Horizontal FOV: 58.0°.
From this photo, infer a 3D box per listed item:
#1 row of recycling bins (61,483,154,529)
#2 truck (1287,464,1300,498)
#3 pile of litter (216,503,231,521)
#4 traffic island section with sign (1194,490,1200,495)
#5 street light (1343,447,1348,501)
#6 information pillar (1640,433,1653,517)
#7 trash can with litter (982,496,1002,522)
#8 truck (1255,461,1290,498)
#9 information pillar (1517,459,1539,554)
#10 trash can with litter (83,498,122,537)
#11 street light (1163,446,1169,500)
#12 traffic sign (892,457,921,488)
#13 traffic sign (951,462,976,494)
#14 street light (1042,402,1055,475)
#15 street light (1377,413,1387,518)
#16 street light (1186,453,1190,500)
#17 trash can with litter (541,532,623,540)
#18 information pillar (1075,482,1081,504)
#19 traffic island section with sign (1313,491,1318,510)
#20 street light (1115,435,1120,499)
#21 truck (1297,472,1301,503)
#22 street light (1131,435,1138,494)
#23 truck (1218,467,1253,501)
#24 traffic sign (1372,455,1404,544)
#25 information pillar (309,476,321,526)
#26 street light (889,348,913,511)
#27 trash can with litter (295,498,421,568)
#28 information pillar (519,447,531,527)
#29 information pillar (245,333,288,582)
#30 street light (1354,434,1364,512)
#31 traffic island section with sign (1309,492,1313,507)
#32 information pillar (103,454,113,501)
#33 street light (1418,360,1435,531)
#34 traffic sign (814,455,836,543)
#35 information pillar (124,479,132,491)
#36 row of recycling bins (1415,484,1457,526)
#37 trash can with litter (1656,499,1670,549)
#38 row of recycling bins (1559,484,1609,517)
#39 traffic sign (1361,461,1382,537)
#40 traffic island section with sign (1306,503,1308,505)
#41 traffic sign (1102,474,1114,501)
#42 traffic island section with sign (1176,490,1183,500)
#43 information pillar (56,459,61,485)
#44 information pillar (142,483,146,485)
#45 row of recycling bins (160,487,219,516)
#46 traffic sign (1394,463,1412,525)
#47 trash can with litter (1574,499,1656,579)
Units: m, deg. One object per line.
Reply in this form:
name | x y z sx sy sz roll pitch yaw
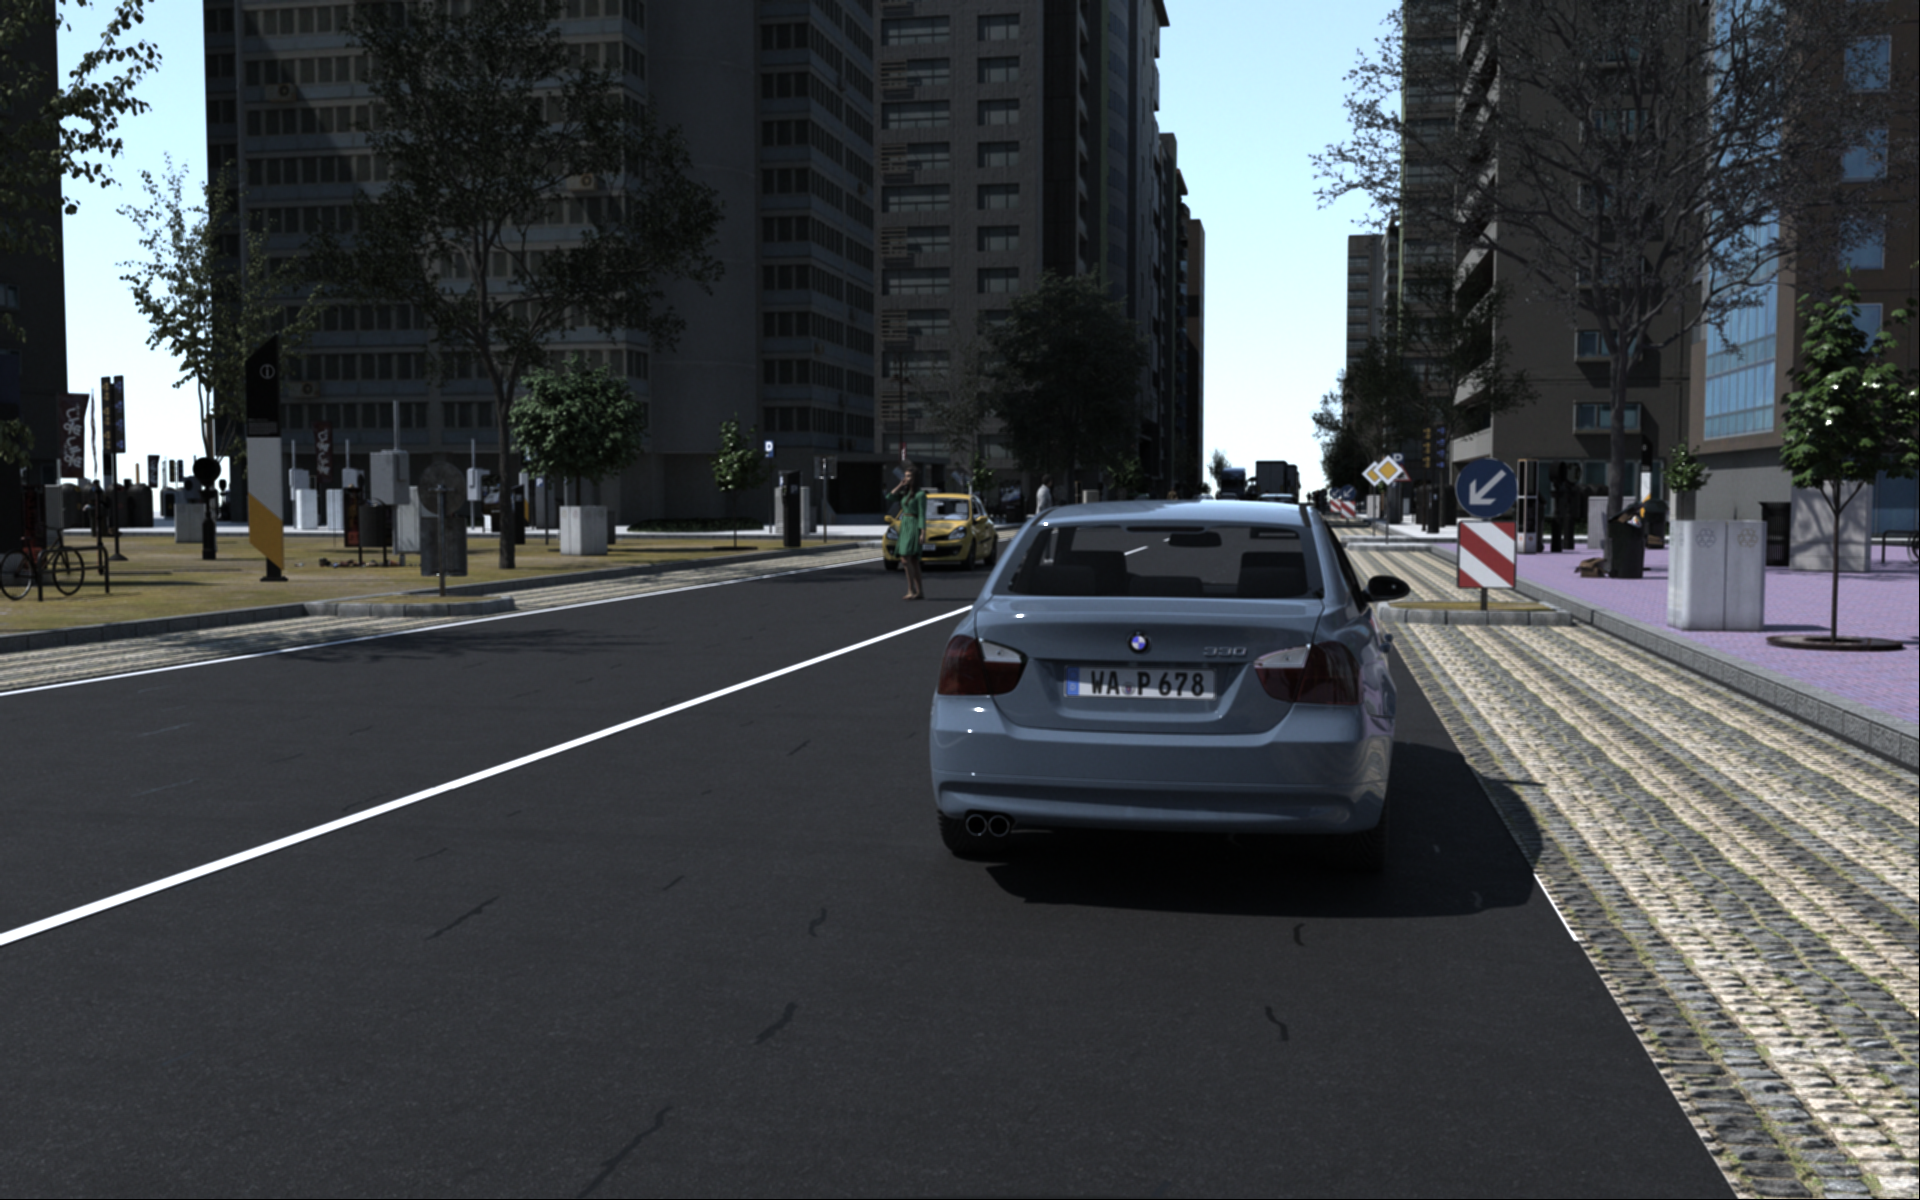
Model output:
row of recycling bins | -32.446 -3.581 65.660 1.069 1.692 3.534 3 4 38
truck | 31.724 -11.054 169.639 2.839 4.237 11.283 1 4 12
pile of litter | -35.105 -4.169 82.126 1.176 0.858 1.719 2 4 31
traffic island section with sign | 24.571 -10.432 179.185 1.989 1.847 2.006 1 4 11
street light | 37.122 -11.873 166.919 0.468 5.910 1.993 1 4 11
information pillar | 26.256 -4.582 66.271 0.183 3.616 0.504 -1 4 -22
trash can with litter | 1.086 -4.231 80.231 1.678 1.210 2.233 -2 4 -34
truck | 27.214 -9.906 150.880 2.839 4.237 11.283 1 4 12
information pillar | 12.093 -1.983 36.908 0.304 2.012 0.304 -1 4 -15
trash can with litter | -25.607 -2.470 51.773 0.624 1.170 1.055 1 4 11
street light | 19.412 -11.659 163.419 0.468 5.910 1.993 1 4 11
traffic sign | -1.445 -2.630 46.642 0.795 2.450 0.064 1 4 11
traffic sign | 0.095 -3.109 54.478 0.795 2.450 0.064 1 4 11
street light | 4.454 -7.010 87.406 0.468 5.910 1.993 1 4 11
street light | 22.542 -7.331 92.650 0.468 5.910 1.993 1 4 11
street light | 25.756 -13.610 195.314 0.468 5.910 1.993 1 4 11
trash can with litter | -10.471 -2.286 48.427 2.233 1.210 1.678 2 4 28
information pillar | 6.999 -5.999 102.579 0.304 2.012 0.304 -1 4 -15
traffic island section with sign | 21.730 -5.638 100.816 1.989 1.847 2.006 1 4 11
street light | 10.785 -8.961 119.303 0.468 5.910 1.993 1 4 11
truck | 42.256 -14.271 222.250 2.839 4.237 11.283 1 4 12
street light | 13.210 -9.705 131.460 0.468 5.910 1.993 1 4 11
truck | 28.966 -11.689 180.876 2.967 4.110 18.799 1 4 12
traffic sign | 10.910 -2.481 44.202 0.795 2.450 0.064 1 4 11
information pillar | -25.961 -3.989 69.716 0.304 2.012 0.304 1 4 12
street light | -1.871 -5.031 55.039 0.468 5.910 1.993 1 4 11
trash can with litter | -10.720 -1.206 30.776 2.233 1.210 1.678 1 4 16
information pillar | -16.824 -4.617 66.835 0.183 3.616 0.504 1 4 20
information pillar | -10.169 -2.080 25.359 0.504 3.616 0.183 0 4 -1
street light | 28.814 -9.292 124.716 0.468 5.910 1.993 1 4 11
traffic island section with sign | 31.352 -8.636 149.820 1.989 1.847 2.006 1 4 11
information pillar | -37.505 -5.194 76.273 0.183 3.616 0.504 1 4 15
street light | 16.100 -5.329 59.914 0.468 5.910 1.993 1 4 11
traffic sign | -3.544 -2.651 45.475 0.606 2.300 0.079 1 4 15
information pillar | -40.007 -4.822 83.324 0.304 2.012 0.304 -1 4 -10
row of recycling bins | 19.727 -3.964 71.925 1.069 1.692 3.534 0 4 -1
trash can with litter | 16.462 -1.803 40.860 0.624 1.170 1.055 1 4 17
row of recycling bins | 25.005 -3.801 69.260 1.069 1.692 3.534 3 5 44
traffic sign | 12.450 -2.960 52.038 0.795 2.450 0.064 1 4 11
traffic island section with sign | 36.649 -10.286 176.810 1.989 1.847 2.006 1 4 11
traffic sign | 9.532 -6.803 111.339 0.768 2.556 0.104 1 4 12
traffic island section with sign | 19.284 -8.786 152.281 1.989 1.847 2.006 1 4 11
information pillar | -51.123 -6.534 98.184 0.183 3.616 0.504 -1 4 -8
information pillar | -54.869 -6.845 116.399 0.304 2.012 0.304 -2 4 -28
row of recycling bins | -45.267 -5.786 101.706 1.069 1.692 3.534 2 4 32
traffic sign | 18.426 -4.428 72.404 0.884 2.594 0.081 1 4 12
trash can with litter | 9.932 -0.920 26.430 1.055 1.170 0.624 3 5 39
